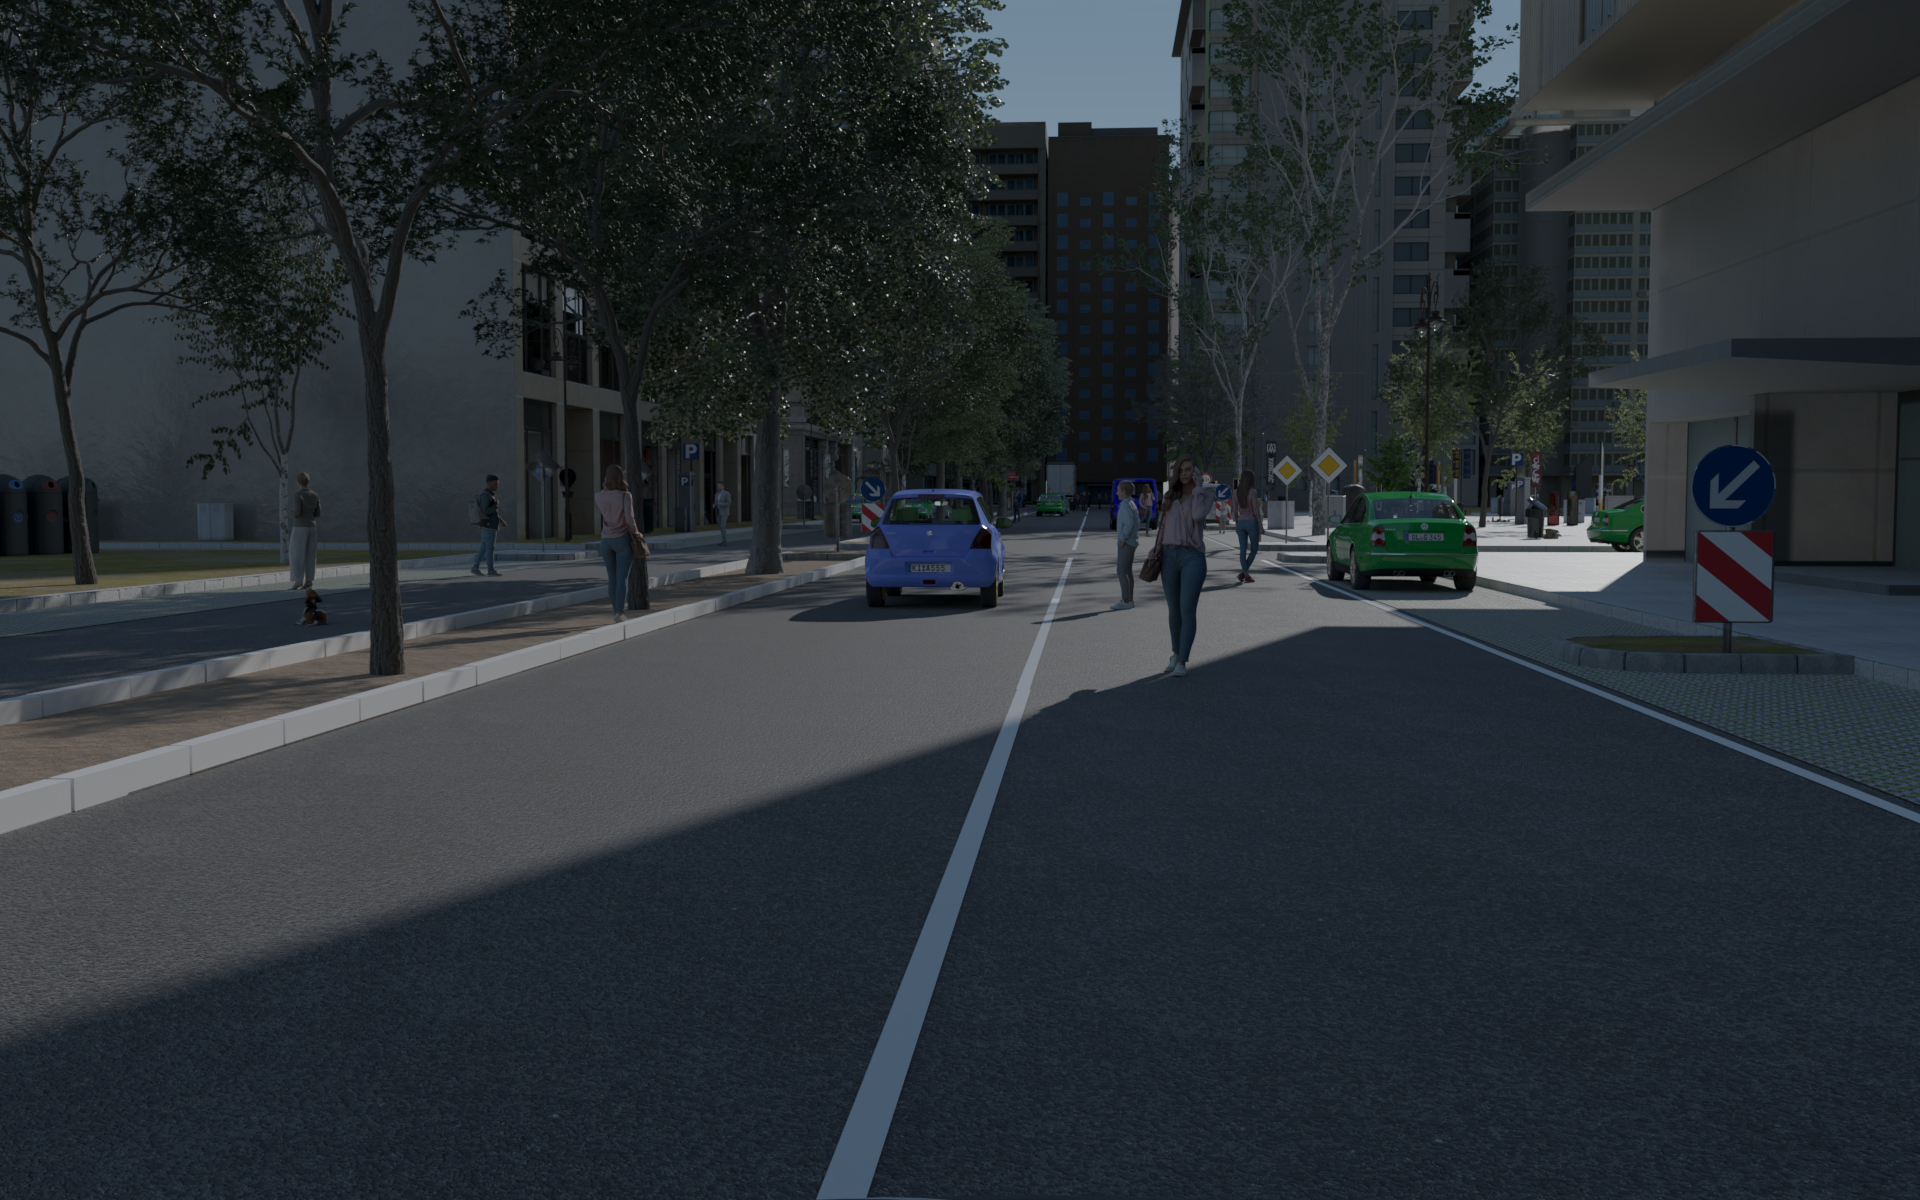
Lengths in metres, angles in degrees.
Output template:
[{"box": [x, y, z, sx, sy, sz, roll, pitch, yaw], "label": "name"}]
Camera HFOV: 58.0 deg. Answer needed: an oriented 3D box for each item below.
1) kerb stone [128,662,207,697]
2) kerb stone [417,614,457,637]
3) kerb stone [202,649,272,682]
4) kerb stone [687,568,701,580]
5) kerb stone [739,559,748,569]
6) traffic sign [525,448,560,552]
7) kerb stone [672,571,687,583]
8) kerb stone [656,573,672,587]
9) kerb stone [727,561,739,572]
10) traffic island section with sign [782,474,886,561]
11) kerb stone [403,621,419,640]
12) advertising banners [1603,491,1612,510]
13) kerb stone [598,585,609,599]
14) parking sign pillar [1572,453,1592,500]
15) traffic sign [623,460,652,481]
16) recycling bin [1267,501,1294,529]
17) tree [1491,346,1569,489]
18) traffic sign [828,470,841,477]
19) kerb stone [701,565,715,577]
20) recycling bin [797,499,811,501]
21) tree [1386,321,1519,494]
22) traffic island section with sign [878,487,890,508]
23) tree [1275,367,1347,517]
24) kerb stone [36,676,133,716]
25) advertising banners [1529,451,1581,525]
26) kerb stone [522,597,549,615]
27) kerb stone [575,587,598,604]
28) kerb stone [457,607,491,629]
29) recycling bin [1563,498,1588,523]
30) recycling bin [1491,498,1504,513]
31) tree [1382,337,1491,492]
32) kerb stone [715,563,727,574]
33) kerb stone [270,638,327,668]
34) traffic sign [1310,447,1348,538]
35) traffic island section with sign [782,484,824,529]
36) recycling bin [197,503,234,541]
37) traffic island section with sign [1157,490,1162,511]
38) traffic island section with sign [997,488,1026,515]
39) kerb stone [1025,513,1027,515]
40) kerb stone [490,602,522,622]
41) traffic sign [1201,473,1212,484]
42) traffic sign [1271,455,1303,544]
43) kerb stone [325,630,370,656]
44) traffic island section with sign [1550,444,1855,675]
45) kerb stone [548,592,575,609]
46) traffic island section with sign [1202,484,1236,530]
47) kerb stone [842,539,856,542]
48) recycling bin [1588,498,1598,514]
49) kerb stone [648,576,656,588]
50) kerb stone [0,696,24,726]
[{"box": [-5.807, 0.590, 12.595, 0.120, 0.150, 1.000, 0, 4, 4], "label": "kerb stone"}, {"box": [-5.405, 0.276, 17.690, 0.120, 0.150, 1.000, 0, 4, 4], "label": "kerb stone"}, {"box": [-5.722, 0.525, 13.613, 0.120, 0.150, 1.000, 0, 4, 4], "label": "kerb stone"}, {"box": [-4.538, -0.413, 28.959, 0.120, 0.150, 1.000, 0, 4, 4], "label": "kerb stone"}, {"box": [-4.218, -0.662, 33.050, 0.120, 0.150, 1.000, 0, 4, 4], "label": "kerb stone"}, {"box": [-9.203, -2.114, 38.211, 0.795, 2.450, 0.064, 0, 4, 4], "label": "traffic sign"}, {"box": [-4.616, -0.349, 27.932, 0.120, 0.150, 1.000, 0, 4, 4], "label": "kerb stone"}, {"box": [-4.697, -0.288, 26.906, 0.120, 0.150, 1.000, 0, 4, 4], "label": "kerb stone"}, {"box": [-4.298, -0.601, 32.021, 0.120, 0.150, 1.000, 0, 4, 4], "label": "kerb stone"}, {"box": [-2.775, -1.827, 38.013, 2.006, 1.907, 1.989, 0, 4, 4], "label": "traffic island section with sign"}, {"box": [-5.486, 0.342, 16.671, 0.120, 0.150, 1.000, 0, 4, 4], "label": "kerb stone"}, {"box": [29.268, -5.040, 78.594, 0.090, 3.025, 2.074, 0, 4, 7], "label": "advertising banners"}, {"box": [-4.935, -0.100, 23.832, 0.120, 0.150, 1.000, 0, 4, 4], "label": "kerb stone"}, {"box": [41.254, -7.734, 114.925, 1.447, 3.967, 1.447, -1, 4, -20], "label": "parking sign pillar"}, {"box": [-8.587, -2.601, 46.172, 0.795, 2.450, 0.064, 0, 4, 4], "label": "traffic sign"}, {"box": [11.795, -3.126, 63.659, 0.722, 1.027, 0.722, -3, 5, -41], "label": "recycling bin"}, {"box": [28.059, -8.283, 85.796, 4.360, 8.622, 3.978, 0, 3, 0], "label": "tree"}, {"box": [-6.691, -5.680, 92.967, 0.768, 2.556, 0.104, 0, 4, 5], "label": "traffic sign"}, {"box": [-4.460, -0.476, 29.978, 0.120, 0.150, 1.000, 0, 4, 4], "label": "kerb stone"}, {"box": [-8.088, -4.780, 90.714, 0.722, 1.027, 0.722, -1, 4, -20], "label": "recycling bin"}, {"box": [20.248, -7.496, 72.922, 4.737, 8.622, 4.395, 0, 3, 0], "label": "tree"}, {"box": [-4.291, -5.455, 97.813, 1.989, 1.847, 2.006, 0, 4, 4], "label": "traffic island section with sign"}, {"box": [19.701, -8.982, 97.216, 4.737, 8.622, 4.395, 0, 3, 0], "label": "tree"}, {"box": [-5.881, 0.650, 11.576, 0.120, 0.150, 1.000, 0, 4, 4], "label": "kerb stone"}, {"box": [24.345, -4.570, 70.905, 2.074, 3.025, 0.090, 1, 4, 10], "label": "advertising banners"}, {"box": [-5.175, 0.092, 20.757, 0.120, 0.150, 1.000, 0, 4, 4], "label": "kerb stone"}, {"box": [-5.007, -0.038, 22.809, 0.120, 0.150, 1.000, 0, 4, 4], "label": "kerb stone"}, {"box": [-5.324, 0.213, 18.712, 0.120, 0.150, 1.000, 0, 4, 4], "label": "kerb stone"}, {"box": [27.479, -3.972, 77.491, 0.722, 1.027, 0.722, 0, 4, -1], "label": "recycling bin"}, {"box": [36.151, -6.346, 116.311, 0.722, 1.027, 0.722, -3, 5, -41], "label": "recycling bin"}, {"box": [21.110, -7.847, 78.654, 4.360, 8.622, 3.978, 0, 3, 0], "label": "tree"}, {"box": [-4.380, -0.536, 31.003, 0.120, 0.150, 1.000, 0, 4, 4], "label": "kerb stone"}, {"box": [-5.649, 0.463, 14.633, 0.120, 0.150, 1.000, 0, 4, 4], "label": "kerb stone"}, {"box": [7.839, -2.033, 36.879, 0.795, 2.450, 0.064, 0, 4, 4], "label": "traffic sign"}, {"box": [-6.385, -3.799, 70.741, 1.989, 1.847, 2.006, 0, 4, 4], "label": "traffic island section with sign"}, {"box": [-20.377, -2.132, 47.417, 0.722, 1.027, 0.722, 0, 4, -2], "label": "recycling bin"}, {"box": [16.323, -8.425, 146.369, 1.989, 1.847, 2.006, 0, 4, 4], "label": "traffic island section with sign"}, {"box": [3.585, -6.861, 120.314, 2.006, 1.907, 1.989, 0, 4, 4], "label": "traffic island section with sign"}, {"box": [4.238, -5.688, 115.193, 0.120, 0.150, 1.000, 0, 4, 4], "label": "kerb stone"}, {"box": [-5.248, 0.151, 19.731, 0.120, 0.150, 1.000, 0, 4, 4], "label": "kerb stone"}, {"box": [14.733, -6.353, 103.977, 0.768, 2.556, 0.104, 1, 4, 8], "label": "traffic sign"}, {"box": [8.455, -2.520, 44.840, 0.795, 2.450, 0.064, 0, 4, 4], "label": "traffic sign"}, {"box": [-5.565, 0.400, 15.652, 0.120, 0.150, 1.000, 0, 4, 4], "label": "kerb stone"}, {"box": [6.144, -0.369, 14.657, 1.989, 1.847, 2.006, 0, 4, 4], "label": "traffic island section with sign"}, {"box": [-5.087, 0.025, 21.786, 0.120, 0.150, 1.000, 0, 4, 4], "label": "kerb stone"}, {"box": [10.383, -3.719, 69.441, 1.989, 1.847, 2.006, 0, 4, 4], "label": "traffic island section with sign"}, {"box": [-3.073, -1.571, 47.884, 0.120, 0.150, 1.000, 0, 4, 4], "label": "kerb stone"}, {"box": [41.410, -6.166, 113.360, 0.722, 1.027, 0.722, -2, 4, -34], "label": "recycling bin"}, {"box": [-4.772, -0.226, 25.886, 0.120, 0.150, 1.000, 0, 4, 4], "label": "kerb stone"}, {"box": [-5.955, 0.715, 10.557, 0.120, 0.150, 1.000, 0, 4, 4], "label": "kerb stone"}]
